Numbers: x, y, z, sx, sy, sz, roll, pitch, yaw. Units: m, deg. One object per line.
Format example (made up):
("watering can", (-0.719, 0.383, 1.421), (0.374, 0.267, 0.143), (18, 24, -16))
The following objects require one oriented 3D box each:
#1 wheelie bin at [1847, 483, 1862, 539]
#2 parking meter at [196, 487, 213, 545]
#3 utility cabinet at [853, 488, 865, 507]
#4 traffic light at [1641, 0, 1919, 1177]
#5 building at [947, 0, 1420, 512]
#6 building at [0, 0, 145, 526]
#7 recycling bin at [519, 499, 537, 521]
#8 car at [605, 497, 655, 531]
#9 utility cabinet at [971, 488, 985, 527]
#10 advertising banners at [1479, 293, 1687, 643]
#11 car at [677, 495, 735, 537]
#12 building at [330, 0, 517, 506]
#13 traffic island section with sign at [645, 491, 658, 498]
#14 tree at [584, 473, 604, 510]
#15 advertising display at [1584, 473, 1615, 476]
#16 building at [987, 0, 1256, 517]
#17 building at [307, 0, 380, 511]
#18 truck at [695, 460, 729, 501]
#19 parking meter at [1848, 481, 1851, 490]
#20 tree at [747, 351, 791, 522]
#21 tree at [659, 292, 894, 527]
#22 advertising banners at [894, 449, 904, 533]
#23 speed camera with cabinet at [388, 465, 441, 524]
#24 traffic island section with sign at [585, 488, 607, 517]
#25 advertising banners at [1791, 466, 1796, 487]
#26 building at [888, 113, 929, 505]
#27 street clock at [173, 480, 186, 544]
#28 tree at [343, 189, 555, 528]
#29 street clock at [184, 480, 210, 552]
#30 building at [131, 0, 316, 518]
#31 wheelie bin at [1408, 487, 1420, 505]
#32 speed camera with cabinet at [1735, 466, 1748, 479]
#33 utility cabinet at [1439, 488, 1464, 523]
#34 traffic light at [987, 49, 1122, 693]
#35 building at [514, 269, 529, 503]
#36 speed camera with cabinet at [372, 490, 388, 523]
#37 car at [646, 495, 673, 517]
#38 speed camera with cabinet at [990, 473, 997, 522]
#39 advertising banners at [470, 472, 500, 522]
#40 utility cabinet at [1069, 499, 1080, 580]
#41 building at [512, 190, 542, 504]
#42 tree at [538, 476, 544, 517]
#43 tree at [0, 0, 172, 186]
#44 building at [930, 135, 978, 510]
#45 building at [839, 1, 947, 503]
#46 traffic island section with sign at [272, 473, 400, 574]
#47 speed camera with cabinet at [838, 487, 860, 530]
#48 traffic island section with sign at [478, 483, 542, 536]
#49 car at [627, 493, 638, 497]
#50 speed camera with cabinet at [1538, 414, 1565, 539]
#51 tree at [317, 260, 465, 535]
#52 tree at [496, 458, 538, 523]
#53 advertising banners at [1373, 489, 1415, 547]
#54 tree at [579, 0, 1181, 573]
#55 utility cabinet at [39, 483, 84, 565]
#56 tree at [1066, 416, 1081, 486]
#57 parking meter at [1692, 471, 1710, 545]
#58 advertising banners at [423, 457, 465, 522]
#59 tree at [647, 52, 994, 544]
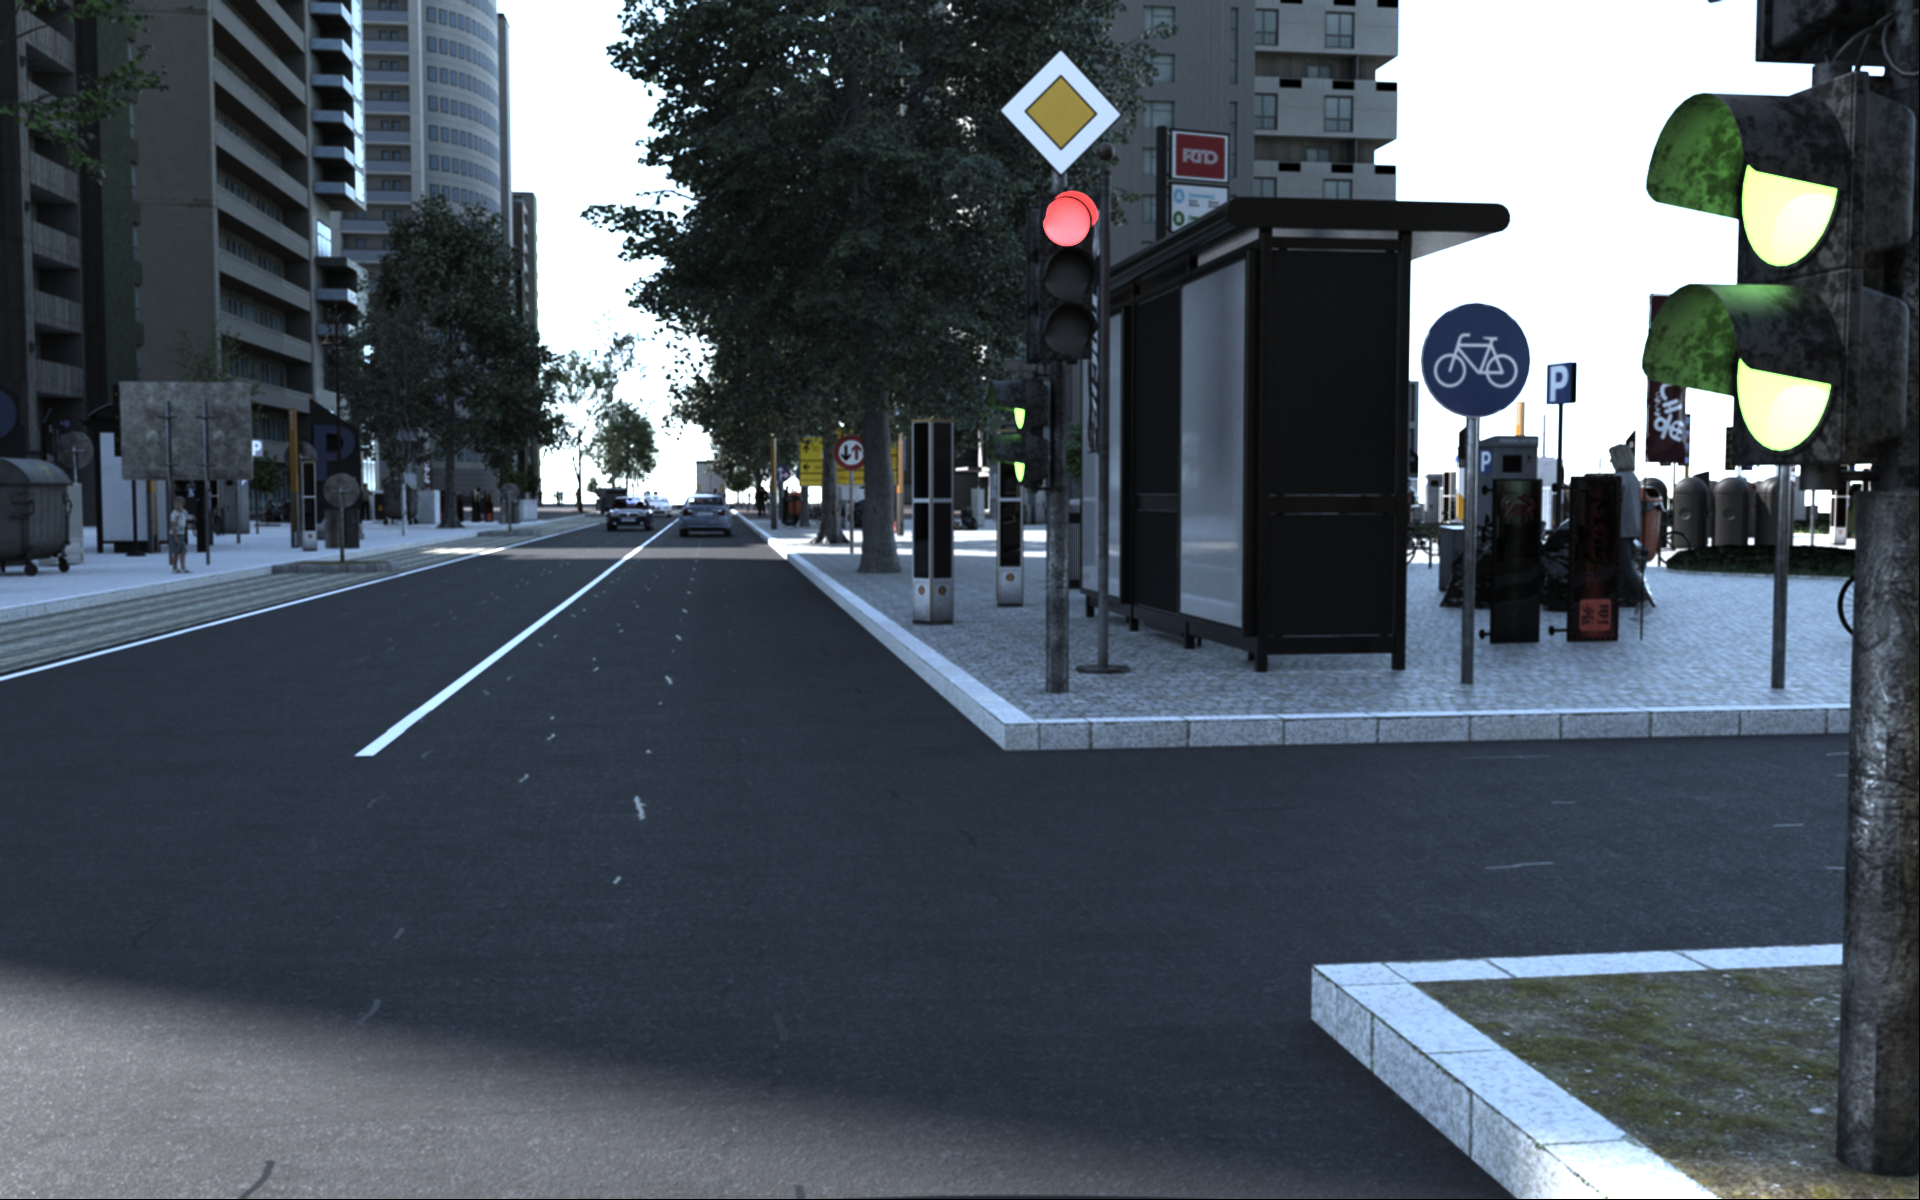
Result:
("wheelie bin", (25.919, -2.562, 49.790), (0.980, 1.594, 0.693), (-1, 4, -15))
("parking meter", (-18.903, -2.136, 43.329), (0.372, 1.533, 0.369), (0, 3, 0))
("utility cabinet", (-3.777, -3.640, 68.186), (1.173, 1.500, 0.318), (-3, 5, -43))
("traffic light", (1.745, -0.874, 3.208), (0.839, 4.253, 0.868), (-1, 4, -8))
("building", (14.124, -32.640, 122.911), (28.713, 52.752, 27.495), (-1, 4, -8))
("building", (-40.472, -17.941, 65.030), (14.160, 30.474, 14.107), (-1, 4, -8))
("recycling bin", (-20.397, -4.235, 81.801), (0.722, 1.027, 0.722), (-2, 4, -26))
("car", (-13.105, -3.444, 68.883), (1.945, 1.354, 3.894), (-1, 4, -8))
("utility cabinet", (0.711, -3.624, 67.928), (0.318, 1.500, 1.173), (-1, 4, -11))
("advertising banners", (5.488, -1.151, 15.014), (2.074, 3.025, 0.090), (-1, 4, -13))
("car", (-8.762, -2.916, 59.687), (2.014, 1.417, 4.499), (0, 4, -8))
("building", (-61.330, -39.630, 189.953), (21.231, 58.520, 28.212), (-1, 4, -8))
("traffic island section with sign", (-37.961, -12.717, 216.558), (1.989, 1.847, 2.006), (-1, 4, -8))
("tree", (-30.286, -9.105, 143.472), (1.663, 3.219, 1.824), (0, 3, 0))
("advertising display", (19.338, -2.880, 52.306), (0.974, 1.923, 0.123), (2, 4, 32))
("building", (8.398, -25.507, 100.635), (14.154, 41.232, 14.086), (-1, 4, -8))
("building", (-51.996, -49.102, 115.491), (22.319, 86.520, 31.000), (-1, 4, -8))
("truck", (-21.522, -9.862, 150.161), (2.839, 4.237, 11.283), (0, 4, -7))
("parking meter", (34.286, -3.752, 67.052), (0.255, 1.863, 0.399), (3, 4, 38))
("tree", (-8.682, -7.897, 79.472), (4.360, 8.622, 3.978), (0, 3, 0))
("tree", (-6.550, -9.159, 67.872), (7.486, 12.596, 7.792), (0, 3, 0))
("advertising banners", (-2.171, -3.740, 57.342), (0.090, 3.025, 2.074), (-1, 4, -18))
("speed camera with cabinet", (-23.664, -4.952, 75.299), (2.038, 3.252, 0.660), (1, 4, 11))
("traffic island section with sign", (-22.513, -6.131, 108.873), (1.989, 1.847, 2.006), (-1, 4, -8))
("advertising banners", (30.321, -4.176, 64.460), (2.074, 3.025, 0.090), (-1, 4, -14))
("building", (-5.733, -33.923, 204.754), (14.600, 45.320, 14.200), (-1, 4, -8))
("street clock", (-19.645, -2.397, 43.759), (0.471, 2.002, 0.358), (-1, 4, -18))
("tree", (-19.236, -9.078, 65.435), (9.611, 12.733, 9.660), (0, 3, 0))
("street clock", (-16.770, -2.063, 38.293), (0.471, 2.002, 0.358), (-1, 4, -9))
("building", (-47.458, -28.544, 90.395), (21.300, 48.544, 21.600), (-1, 4, -8))
("wheelie bin", (19.944, -4.211, 76.751), (0.693, 1.594, 0.980), (2, 4, 34))
("speed camera with cabinet", (40.184, -5.893, 90.685), (0.660, 3.252, 2.038), (-2, 4, -27))
("utility cabinet", (17.020, -3.094, 59.261), (1.173, 1.500, 0.318), (1, 4, 12))
("traffic light", (0.611, -1.357, 11.113), (0.839, 4.253, 0.868), (-1, 4, -8))
("building", (-61.108, -26.997, 213.098), (14.160, 30.474, 14.107), (-1, 4, -8))
("speed camera with cabinet", (-25.240, -5.072, 77.263), (2.038, 3.252, 0.660), (1, 4, 23))
("car", (-19.120, -5.918, 109.116), (2.083, 1.381, 4.827), (-1, 4, -9))
("speed camera with cabinet", (2.451, -5.261, 80.359), (2.038, 3.252, 0.660), (0, 4, 6))
("advertising banners", (-21.815, -5.129, 80.051), (0.090, 3.025, 2.074), (2, 4, 33))
("utility cabinet", (1.712, -0.872, 25.421), (0.306, 1.237, 1.020), (1, 4, 13))
("building", (-62.868, -33.220, 226.744), (14.154, 41.232, 14.086), (-1, 4, -8))
("tree", (-23.731, -6.175, 95.565), (1.663, 3.219, 1.824), (0, 3, 0))
("tree", (-11.492, -5.541, 16.356), (9.928, 11.665, 9.643), (0, 3, 0))
("building", (4.269, -22.719, 143.156), (14.160, 30.474, 14.107), (-1, 4, -8))
("building", (-7.178, -48.762, 235.511), (20.563, 71.187, 20.611), (-1, 4, -8))
("traffic island section with sign", (-11.487, -1.432, 32.048), (1.989, 1.847, 2.006), (-1, 4, -8))
("speed camera with cabinet", (-3.372, -4.178, 62.651), (2.038, 3.252, 0.660), (-1, 4, -20))
("traffic island section with sign", (-15.380, -3.096, 59.239), (1.989, 1.847, 2.006), (-1, 4, -8))
("car", (-27.322, -8.194, 143.567), (1.945, 1.707, 3.694), (-1, 4, -9))
("speed camera with cabinet", (14.288, -2.927, 42.194), (0.660, 3.252, 2.038), (2, 4, 27))
("tree", (-17.518, -6.313, 53.578), (4.360, 8.622, 3.978), (0, 3, 0))
("tree", (-20.237, -5.073, 77.548), (1.663, 3.219, 1.824), (0, 3, 0))
("advertising banners", (9.836, -2.674, 39.904), (2.074, 3.025, 0.090), (-3, 5, -41))
("tree", (-1.337, -7.415, 27.891), (9.857, 13.997, 8.962), (0, 3, 0))
("utility cabinet", (-16.200, -1.379, 31.220), (0.318, 1.500, 1.173), (0, 4, -4))
("tree", (5.274, -4.992, 65.325), (4.285, 4.588, 4.351), (0, 3, 0))
("parking meter", (18.597, -2.314, 43.541), (0.399, 1.863, 0.255), (0, 4, 6))
("advertising banners", (-23.707, -5.092, 79.434), (2.074, 3.025, 0.090), (-3, 5, -40))
("tree", (-3.494, -7.823, 44.913), (9.611, 12.733, 9.660), (0, 3, 0))
